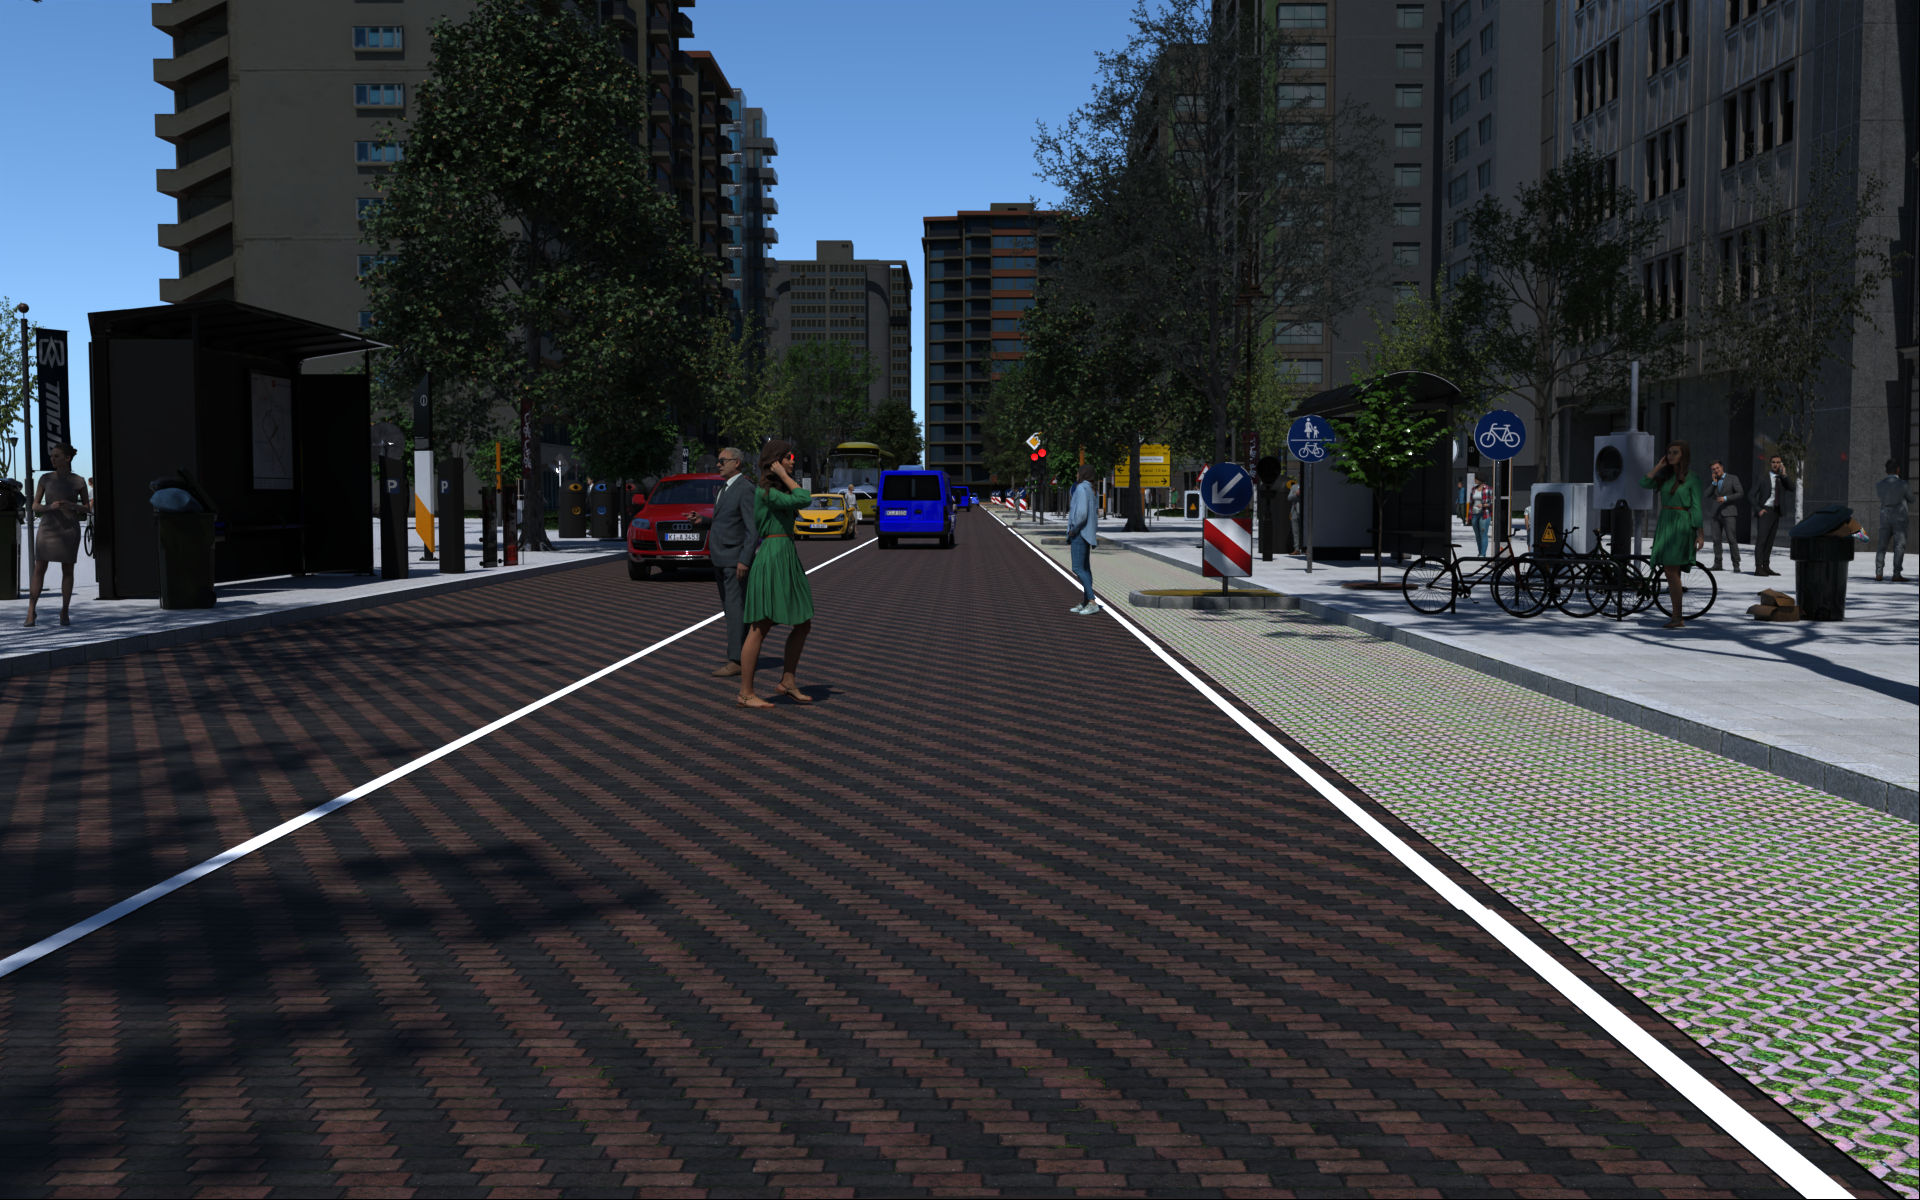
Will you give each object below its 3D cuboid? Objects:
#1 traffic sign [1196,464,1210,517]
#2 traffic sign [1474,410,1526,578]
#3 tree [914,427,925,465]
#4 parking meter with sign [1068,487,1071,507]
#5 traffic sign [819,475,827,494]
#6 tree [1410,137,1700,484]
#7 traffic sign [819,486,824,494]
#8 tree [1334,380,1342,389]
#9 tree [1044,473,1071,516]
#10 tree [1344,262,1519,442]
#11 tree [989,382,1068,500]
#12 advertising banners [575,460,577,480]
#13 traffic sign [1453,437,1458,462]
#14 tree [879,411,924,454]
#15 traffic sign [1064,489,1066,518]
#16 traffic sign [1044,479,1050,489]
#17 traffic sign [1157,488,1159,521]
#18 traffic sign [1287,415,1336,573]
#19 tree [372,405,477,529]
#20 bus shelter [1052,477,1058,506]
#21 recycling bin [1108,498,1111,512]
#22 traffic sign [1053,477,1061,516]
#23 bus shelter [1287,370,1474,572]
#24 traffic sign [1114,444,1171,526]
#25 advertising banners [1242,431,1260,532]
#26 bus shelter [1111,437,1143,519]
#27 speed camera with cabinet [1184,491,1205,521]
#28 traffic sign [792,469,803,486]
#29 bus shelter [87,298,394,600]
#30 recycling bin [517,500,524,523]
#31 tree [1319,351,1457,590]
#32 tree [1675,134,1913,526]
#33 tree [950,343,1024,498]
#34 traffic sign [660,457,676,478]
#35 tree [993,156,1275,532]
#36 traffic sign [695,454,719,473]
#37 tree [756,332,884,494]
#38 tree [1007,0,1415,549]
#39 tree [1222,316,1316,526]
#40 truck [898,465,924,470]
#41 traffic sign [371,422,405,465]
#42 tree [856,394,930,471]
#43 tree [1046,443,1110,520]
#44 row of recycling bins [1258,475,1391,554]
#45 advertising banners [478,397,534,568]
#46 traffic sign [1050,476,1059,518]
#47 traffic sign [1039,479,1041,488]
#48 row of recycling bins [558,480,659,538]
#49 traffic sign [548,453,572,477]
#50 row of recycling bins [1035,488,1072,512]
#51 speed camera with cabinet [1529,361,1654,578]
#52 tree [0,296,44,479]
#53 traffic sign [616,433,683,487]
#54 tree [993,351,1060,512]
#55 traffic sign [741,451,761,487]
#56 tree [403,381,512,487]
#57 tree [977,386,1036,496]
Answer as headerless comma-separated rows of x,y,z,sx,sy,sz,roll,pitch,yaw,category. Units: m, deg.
10.234,-4.408,72.073,0.884,2.594,0.081,0,4,4,traffic sign
8.168,-1.601,26.281,0.768,2.556,0.104,0,4,6,traffic sign
-8.183,-17.840,217.441,9.928,11.665,9.643,0,3,0,tree
8.425,-8.307,132.084,0.543,3.016,1.738,2,4,25,parking meter with sign
-9.243,-7.049,115.363,0.768,2.556,0.104,0,4,6,traffic sign
15.478,-6.770,45.095,7.601,10.594,8.767,0,4,5,tree
-11.905,-9.061,148.258,0.768,2.556,0.104,1,4,9,traffic sign
16.106,-7.011,64.991,4.737,8.622,4.395,0,3,0,tree
5.883,-6.608,102.644,1.663,3.219,1.824,0,3,0,tree
15.639,-6.472,56.185,4.737,8.622,4.395,0,3,0,tree
6.648,-13.500,138.847,7.486,12.596,7.792,0,3,0,tree
-15.194,-4.434,68.687,0.090,3.025,2.074,-1,4,-12,advertising banners
9.650,-2.133,34.977,0.768,2.556,0.104,0,4,7,traffic sign
-7.921,-17.782,208.855,7.486,12.596,7.792,0,3,0,tree
5.538,-5.573,91.228,0.768,2.556,0.104,0,4,4,traffic sign
6.707,-7.977,130.532,0.768,2.556,0.104,0,4,8,traffic sign
9.537,-5.091,83.340,0.768,2.556,0.104,1,4,10,traffic sign
5.665,-1.706,27.992,0.768,2.556,0.104,1,4,9,traffic sign
-20.565,-4.897,63.777,4.285,4.588,4.351,0,3,0,tree
8.860,-10.438,148.295,2.179,5.291,8.768,0,4,0,bus shelter
9.984,-6.047,111.422,0.722,1.027,0.722,-2,4,-27,recycling bin
5.751,-6.087,99.623,0.768,2.556,0.104,0,4,4,traffic sign
7.351,-2.266,30.966,2.014,3.302,5.546,0,4,0,bus shelter
7.239,-4.579,68.746,2.265,3.308,0.079,0,4,7,traffic sign
8.772,-3.164,47.922,2.074,3.025,0.090,2,4,28,advertising banners
9.238,-7.149,94.520,2.179,5.291,8.768,0,4,0,bus shelter
11.800,-5.421,82.972,2.038,3.252,0.660,2,4,30,speed camera with cabinet
-8.330,-5.482,89.743,0.768,2.556,0.104,0,4,7,traffic sign
-9.673,-1.998,23.954,1.731,3.624,6.357,0,4,0,bus shelter
-17.801,-3.531,70.288,0.722,1.027,0.722,-1,4,-10,recycling bin
5.689,-1.775,23.628,1.663,3.219,1.824,0,3,0,tree
16.804,-5.178,35.026,4.360,8.622,3.978,0,3,0,tree
5.311,-22.134,217.786,12.611,20.169,13.585,0,3,0,tree
-9.168,-3.273,53.622,0.768,2.556,0.104,0,4,5,traffic sign
5.843,-8.655,58.523,9.611,12.733,9.660,0,3,0,tree
-8.051,-3.371,55.222,0.768,2.556,0.104,0,4,1,traffic sign
-8.950,-11.270,110.017,9.928,11.665,9.643,0,3,0,tree
6.107,-7.975,40.765,12.009,13.543,11.850,0,3,0,tree
11.712,-7.202,68.109,4.737,8.622,4.395,0,3,0,tree
-4.608,-10.871,167.497,2.967,4.110,18.799,0,4,0,truck
-10.163,-1.862,30.558,0.768,2.556,0.104,0,4,5,traffic sign
-7.888,-17.181,197.919,9.611,12.733,9.660,0,3,0,tree
5.612,-6.173,84.639,4.285,4.588,4.351,0,3,0,tree
8.230,-1.862,37.559,3.534,1.692,1.069,0,4,-5,row of recycling bins
-8.040,-2.120,30.850,0.090,3.025,2.074,1,4,13,advertising banners
5.359,-5.784,94.577,0.884,2.594,0.081,0,4,1,traffic sign
6.959,-8.983,146.982,0.768,2.556,0.104,0,4,4,traffic sign
-9.975,-2.656,50.538,3.534,1.692,1.069,0,4,2,row of recycling bins
-12.697,-3.379,54.982,0.795,2.593,0.064,0,4,3,traffic sign
7.079,-7.230,125.326,3.534,1.692,1.069,1,4,13,row of recycling bins
9.634,-1.966,26.487,0.660,3.252,2.038,-1,4,-23,speed camera with cabinet
-35.418,-6.925,63.579,4.737,8.622,4.395,0,3,0,tree
-10.399,-3.921,57.981,2.265,3.308,0.079,0,4,3,traffic sign
6.066,-12.012,122.148,9.928,11.665,9.643,0,3,0,tree
-9.505,-5.426,82.581,2.265,3.308,0.079,1,4,9,traffic sign
-16.190,-6.435,55.578,4.360,8.622,3.978,0,3,0,tree
6.330,-17.266,188.959,9.857,13.997,8.962,0,3,0,tree
